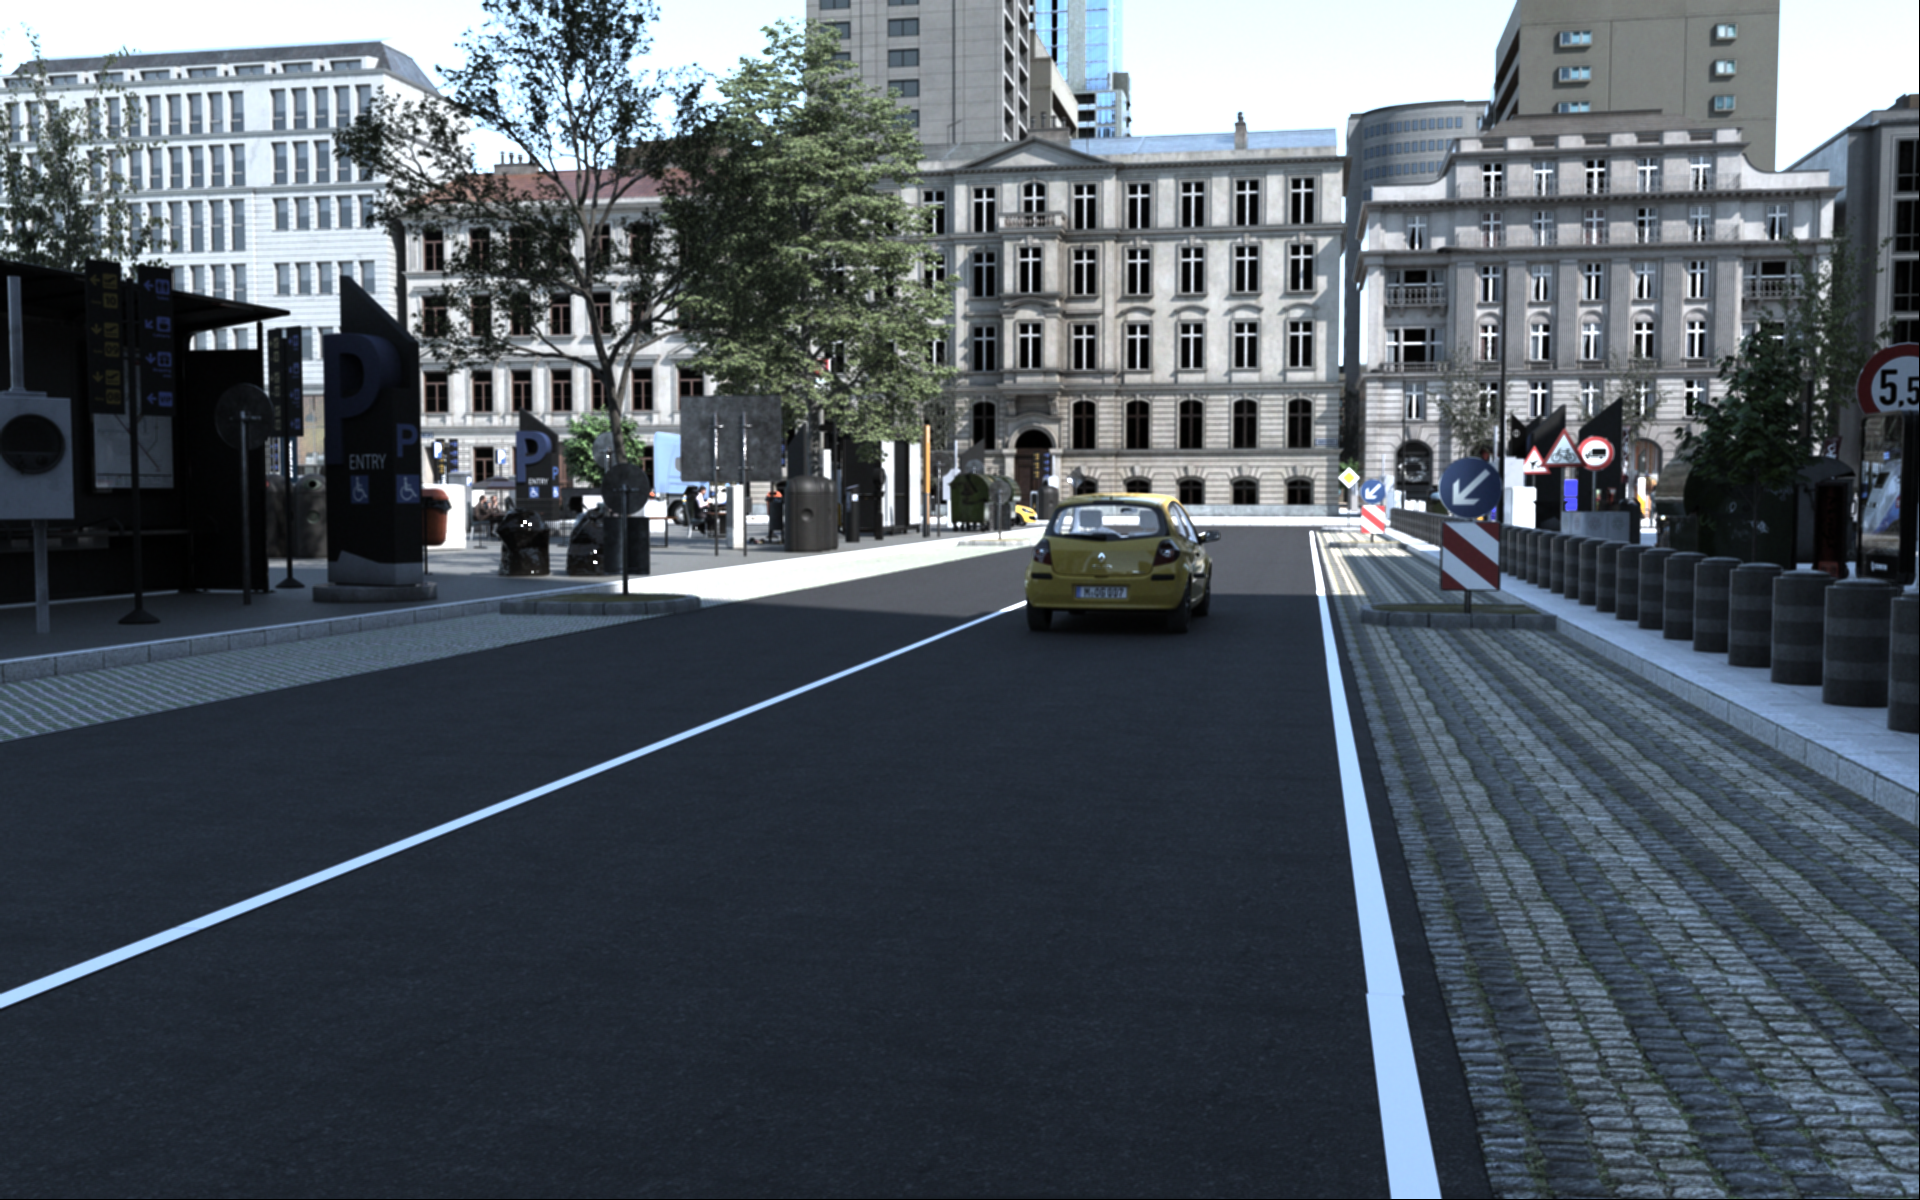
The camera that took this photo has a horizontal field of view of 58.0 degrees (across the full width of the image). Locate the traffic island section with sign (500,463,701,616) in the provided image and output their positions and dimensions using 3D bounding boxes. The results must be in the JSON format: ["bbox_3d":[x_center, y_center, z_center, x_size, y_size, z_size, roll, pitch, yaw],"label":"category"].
[{"bbox_3d":[-4.290,-0.772,21.250,1.989,1.847,2.006,1,4,11],"label":"traffic island section with sign"}]

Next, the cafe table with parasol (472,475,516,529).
[{"bbox_3d":[-17.069,-3.609,63.865,2.610,1.966,2.610,1,4,11],"label":"cafe table with parasol"}]

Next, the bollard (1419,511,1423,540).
[{"bbox_3d":[12.817,-1.992,47.290,0.404,0.777,0.398,0,3,0],"label":"bollard"}]

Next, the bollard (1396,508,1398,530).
[{"bbox_3d":[15.184,-2.718,59.149,0.404,0.777,0.398,0,3,0],"label":"bollard"}]

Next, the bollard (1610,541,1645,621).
[{"bbox_3d":[6.915,-0.181,17.681,0.404,0.777,0.398,0,3,0],"label":"bollard"}]

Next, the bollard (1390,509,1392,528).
[{"bbox_3d":[15.893,-2.936,62.720,0.404,0.777,0.398,0,3,0],"label":"bollard"}]

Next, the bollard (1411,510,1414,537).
[{"bbox_3d":[13.532,-2.210,50.846,0.404,0.777,0.398,0,3,0],"label":"bollard"}]

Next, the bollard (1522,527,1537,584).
[{"bbox_3d":[8.335,-0.618,24.814,0.404,0.777,0.398,0,3,0],"label":"bollard"}]

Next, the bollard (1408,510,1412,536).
[{"bbox_3d":[13.762,-2.283,52.040,0.404,0.777,0.398,0,3,0],"label":"bollard"}]

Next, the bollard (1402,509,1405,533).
[{"bbox_3d":[14.477,-2.500,55.599,0.404,0.777,0.398,0,3,0],"label":"bollard"}]

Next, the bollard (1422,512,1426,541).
[{"bbox_3d":[12.584,-1.920,46.111,0.404,0.777,0.398,0,3,0],"label":"bollard"}]

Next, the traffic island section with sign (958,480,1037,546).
[{"bbox_3d":[1.088,-2.419,48.186,1.989,1.847,2.006,1,4,11],"label":"traffic island section with sign"}]

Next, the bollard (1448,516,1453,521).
[{"bbox_3d":[10.935,-1.414,37.836,0.404,0.777,0.398,0,3,0],"label":"bollard"}]

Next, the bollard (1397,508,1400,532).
[{"bbox_3d":[14.947,-2.645,57.962,0.404,0.777,0.398,0,3,0],"label":"bollard"}]

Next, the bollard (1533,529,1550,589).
[{"bbox_3d":[8.096,-0.544,23.618,0.404,0.777,0.398,0,3,0],"label":"bollard"}]

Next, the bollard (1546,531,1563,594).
[{"bbox_3d":[7.864,-0.472,22.428,0.404,0.777,0.398,0,3,0],"label":"bollard"}]

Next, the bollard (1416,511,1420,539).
[{"bbox_3d":[13.055,-2.064,48.468,0.404,0.777,0.398,0,3,0],"label":"bollard"}]

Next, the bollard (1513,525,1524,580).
[{"bbox_3d":[8.574,-0.690,26.001,0.404,0.777,0.398,0,3,0],"label":"bollard"}]

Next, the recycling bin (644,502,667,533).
[{"bbox_3d":[-10.013,-2.712,56.900,0.722,1.027,0.722,-1,4,-8],"label":"recycling bin"}]

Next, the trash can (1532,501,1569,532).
[{"bbox_3d":[12.430,-1.519,36.490,0.748,1.137,0.748,0,3,0],"label":"trash can"}]

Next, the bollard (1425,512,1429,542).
[{"bbox_3d":[12.346,-1.847,44.919,0.404,0.777,0.398,0,3,0],"label":"bollard"}]

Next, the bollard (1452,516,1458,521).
[{"bbox_3d":[10.697,-1.341,36.646,0.404,0.777,0.398,0,3,0],"label":"bollard"}]

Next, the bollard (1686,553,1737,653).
[{"bbox_3d":[6.206,0.036,14.130,0.404,0.777,0.398,0,3,0],"label":"bollard"}]

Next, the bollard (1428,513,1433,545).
[{"bbox_3d":[12.105,-1.775,43.733,0.404,0.777,0.398,0,3,0],"label":"bollard"}]

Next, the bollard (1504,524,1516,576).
[{"bbox_3d":[8.814,-0.763,27.191,0.404,0.777,0.398,0,3,0],"label":"bollard"}]

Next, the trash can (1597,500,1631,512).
[{"bbox_3d":[15.554,-1.809,41.236,0.748,1.137,0.748,0,3,0],"label":"trash can"}]

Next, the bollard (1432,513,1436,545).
[{"bbox_3d":[11.876,-1.702,42.550,0.404,0.777,0.398,0,3,0],"label":"bollard"}]

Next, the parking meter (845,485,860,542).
[{"bbox_3d":[-2.863,-2.305,46.099,0.372,1.533,0.369,0,3,0],"label":"parking meter"}]

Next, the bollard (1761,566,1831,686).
[{"bbox_3d":[5.733,0.181,11.757,0.404,0.777,0.398,0,3,0],"label":"bollard"}]

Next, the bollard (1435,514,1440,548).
[{"bbox_3d":[11.639,-1.630,41.372,0.404,0.777,0.398,0,3,0],"label":"bollard"}]

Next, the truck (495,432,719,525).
[{"bbox_3d":[-18.638,-5.349,77.222,18.799,4.110,2.967,1,4,11],"label":"truck"}]

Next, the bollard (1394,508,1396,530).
[{"bbox_3d":[15.421,-2.790,60.328,0.404,0.777,0.398,0,3,0],"label":"bollard"}]

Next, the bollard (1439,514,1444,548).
[{"bbox_3d":[11.400,-1.558,40.195,0.404,0.777,0.398,0,3,0],"label":"bollard"}]

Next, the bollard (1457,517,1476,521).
[{"bbox_3d":[10.459,-1.269,35.467,0.404,0.777,0.398,0,3,0],"label":"bollard"}]

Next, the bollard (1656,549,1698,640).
[{"bbox_3d":[6.444,-0.037,15.324,0.404,0.777,0.398,0,3,0],"label":"bollard"}]

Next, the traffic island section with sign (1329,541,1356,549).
[{"bbox_3d":[10.841,-2.290,46.069,1.989,1.847,2.006,1,4,11],"label":"traffic island section with sign"}]

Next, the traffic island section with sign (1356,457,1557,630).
[{"bbox_3d":[5.487,-0.650,19.260,1.989,1.847,2.006,1,4,11],"label":"traffic island section with sign"}]

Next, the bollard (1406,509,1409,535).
[{"bbox_3d":[13.996,-2.355,53.218,0.404,0.777,0.398,0,3,0],"label":"bollard"}]

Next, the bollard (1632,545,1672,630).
[{"bbox_3d":[6.684,-0.109,16.502,0.404,0.777,0.398,0,3,0],"label":"bollard"}]

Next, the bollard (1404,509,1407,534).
[{"bbox_3d":[14.237,-2.427,54.396,0.404,0.777,0.398,0,3,0],"label":"bollard"}]

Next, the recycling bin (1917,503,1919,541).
[{"bbox_3d":[26.337,-2.181,48.205,0.722,1.027,0.722,2,4,26],"label":"recycling bin"}]

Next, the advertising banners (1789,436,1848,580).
[{"bbox_3d":[11.744,-1.663,23.381,0.090,3.025,2.074,-2,4,-25],"label":"advertising banners"}]

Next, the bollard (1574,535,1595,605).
[{"bbox_3d":[7.389,-0.327,20.071,0.404,0.777,0.398,0,3,0],"label":"bollard"}]

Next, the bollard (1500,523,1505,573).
[{"bbox_3d":[9.046,-0.835,28.373,0.404,0.777,0.398,0,3,0],"label":"bollard"}]

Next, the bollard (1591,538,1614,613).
[{"bbox_3d":[7.152,-0.254,18.877,0.404,0.777,0.398,0,3,0],"label":"bollard"}]

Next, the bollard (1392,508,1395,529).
[{"bbox_3d":[15.656,-2.863,61.522,0.404,0.777,0.398,0,3,0],"label":"bollard"}]

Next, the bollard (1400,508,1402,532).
[{"bbox_3d":[14.713,-2.573,56.779,0.404,0.777,0.398,0,3,0],"label":"bollard"}]

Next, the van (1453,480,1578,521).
[{"bbox_3d":[23.909,-4.284,74.423,5.245,2.365,2.240,1,4,10],"label":"van"}]

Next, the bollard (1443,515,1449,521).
[{"bbox_3d":[11.169,-1.486,39.015,0.404,0.777,0.398,0,3,0],"label":"bollard"}]

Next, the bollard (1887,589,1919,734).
[{"bbox_3d":[5.257,0.327,9.376,0.404,0.777,0.398,0,3,0],"label":"bollard"}]

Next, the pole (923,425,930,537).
[{"bbox_3d":[-0.996,-3.512,51.272,0.158,3.312,0.155,0,3,0],"label":"pole"}]

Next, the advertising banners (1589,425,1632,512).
[{"bbox_3d":[16.273,-2.881,43.297,2.074,3.025,0.090,-3,5,-43],"label":"advertising banners"}]

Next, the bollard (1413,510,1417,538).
[{"bbox_3d":[13.291,-2.137,49.655,0.404,0.777,0.398,0,3,0],"label":"bollard"}]

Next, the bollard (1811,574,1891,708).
[{"bbox_3d":[5.494,0.254,10.569,0.404,0.777,0.398,0,3,0],"label":"bollard"}]

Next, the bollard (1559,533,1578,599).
[{"bbox_3d":[7.629,-0.400,21.249,0.404,0.777,0.398,0,3,0],"label":"bollard"}]

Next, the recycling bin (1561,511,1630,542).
[{"bbox_3d":[9.128,-0.756,24.920,0.722,1.027,0.722,0,4,-7],"label":"recycling bin"}]

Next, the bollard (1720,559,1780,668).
[{"bbox_3d":[5.966,0.109,12.941,0.404,0.777,0.398,0,3,0],"label":"bollard"}]
